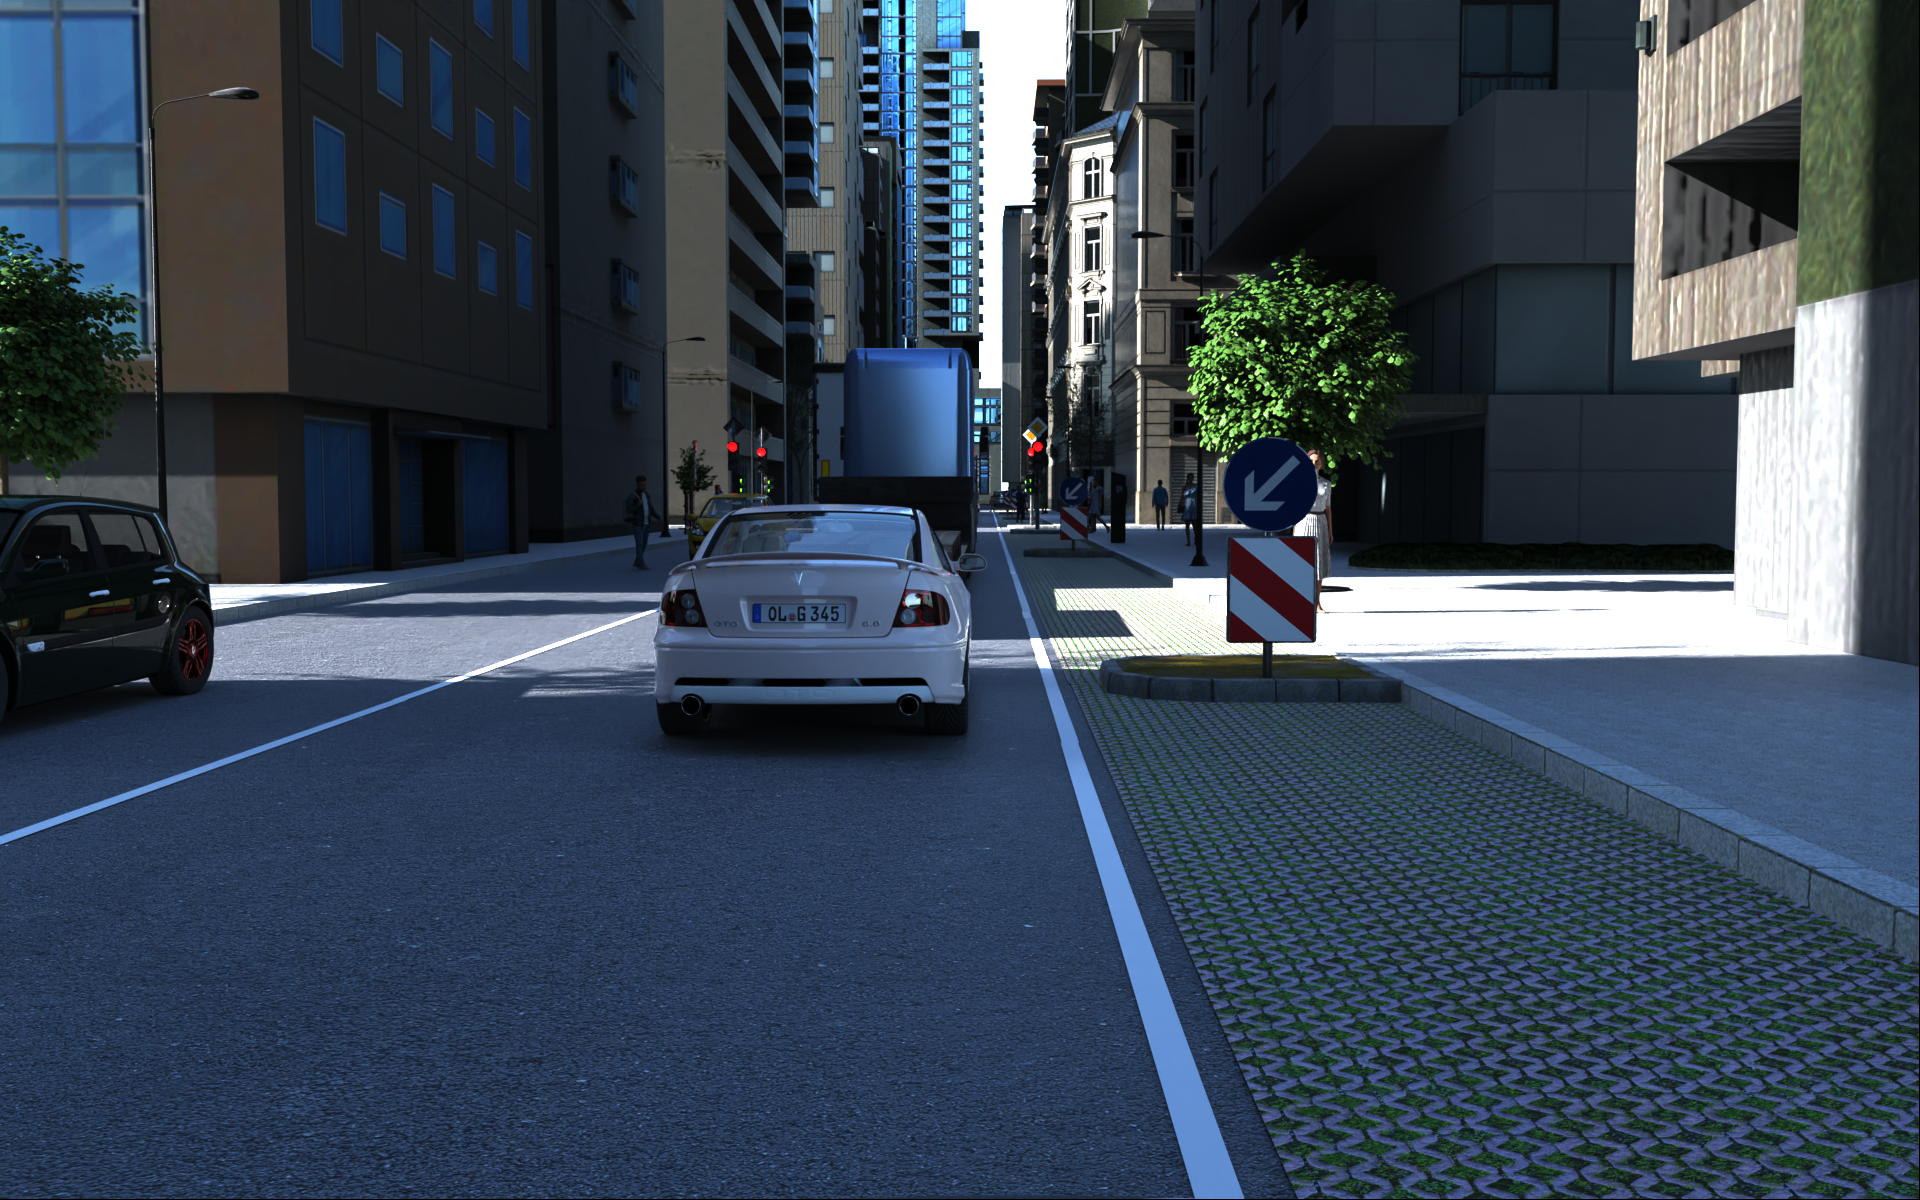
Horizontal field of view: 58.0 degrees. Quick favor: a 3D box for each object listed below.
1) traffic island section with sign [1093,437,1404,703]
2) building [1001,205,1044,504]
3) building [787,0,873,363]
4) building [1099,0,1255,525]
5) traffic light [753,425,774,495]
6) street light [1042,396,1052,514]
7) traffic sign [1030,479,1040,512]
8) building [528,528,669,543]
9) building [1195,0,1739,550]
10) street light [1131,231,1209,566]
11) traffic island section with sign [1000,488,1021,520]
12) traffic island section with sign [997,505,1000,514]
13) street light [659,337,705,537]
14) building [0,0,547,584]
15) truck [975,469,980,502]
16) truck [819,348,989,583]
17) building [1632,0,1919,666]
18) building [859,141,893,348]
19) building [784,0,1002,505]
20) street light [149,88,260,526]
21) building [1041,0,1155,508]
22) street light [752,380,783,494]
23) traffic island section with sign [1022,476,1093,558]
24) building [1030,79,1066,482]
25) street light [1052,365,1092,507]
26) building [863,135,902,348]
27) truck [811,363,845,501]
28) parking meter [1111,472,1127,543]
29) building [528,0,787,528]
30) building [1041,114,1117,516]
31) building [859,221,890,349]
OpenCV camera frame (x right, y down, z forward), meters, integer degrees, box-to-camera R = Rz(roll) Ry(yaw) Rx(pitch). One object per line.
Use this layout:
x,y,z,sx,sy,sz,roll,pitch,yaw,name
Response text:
2.057,-0.253,12.771,1.989,1.847,2.006,0,4,1,traffic island section with sign
12.697,-33.869,237.353,14.086,41.232,14.154,0,4,1,building
-23.045,-34.923,160.237,28.713,52.752,27.495,0,4,1,building
21.878,-15.039,79.170,30.059,22.955,16.112,0,4,1,building
-8.049,-5.005,70.753,0.839,4.253,0.868,0,4,1,traffic light
4.597,-6.704,82.149,1.470,5.913,1.316,0,4,1,street light
5.497,-7.748,126.778,0.768,2.556,0.104,0,4,4,traffic sign
-20.799,-25.972,48.338,21.600,48.544,21.300,0,4,1,building
21.031,-27.818,44.061,28.713,52.752,27.495,0,4,1,building
3.729,-3.560,30.748,1.470,5.913,1.316,0,4,1,street light
3.346,-5.340,95.943,1.989,1.847,2.006,0,4,1,traffic island section with sign
3.774,-6.989,122.895,1.989,1.847,2.006,0,4,1,traffic island section with sign
-8.221,-4.818,51.317,1.470,5.913,1.316,0,4,1,street light
-16.121,-23.238,30.051,14.600,45.320,14.200,0,4,1,building
0.680,-11.441,176.817,2.967,4.110,18.799,0,3,0,truck
-1.082,-2.229,26.201,2.967,4.110,18.799,0,4,1,truck
14.224,-14.948,16.096,14.160,30.474,14.107,0,4,1,building
-14.997,-31.299,195.332,14.154,41.232,14.086,0,4,1,building
-9.784,-56.723,240.096,31.000,86.520,22.319,0,4,1,building
-8.709,-2.901,19.968,1.470,5.913,1.316,0,4,1,street light
17.964,-43.913,156.227,20.563,71.187,20.611,0,4,1,building
-7.916,-6.000,70.642,1.470,5.913,1.316,0,4,1,street light
2.464,-1.902,39.723,1.989,1.847,2.006,0,4,1,traffic island section with sign
18.619,-32.238,181.719,22.147,44.769,28.867,0,4,1,building
4.188,-5.507,62.579,1.470,5.913,1.316,0,4,1,street light
-14.528,-34.414,212.780,14.200,45.320,14.600,0,4,1,building
-1.693,-3.278,42.514,2.839,4.237,11.283,0,4,2,truck
4.169,-2.431,45.451,0.399,1.863,0.255,0,4,-7,parking meter
-20.106,-27.973,81.068,21.300,48.544,21.600,0,4,1,building
14.966,-21.225,123.451,17.030,29.872,44.131,0,4,1,building
-14.777,-25.069,181.585,14.160,30.474,14.107,0,4,1,building
